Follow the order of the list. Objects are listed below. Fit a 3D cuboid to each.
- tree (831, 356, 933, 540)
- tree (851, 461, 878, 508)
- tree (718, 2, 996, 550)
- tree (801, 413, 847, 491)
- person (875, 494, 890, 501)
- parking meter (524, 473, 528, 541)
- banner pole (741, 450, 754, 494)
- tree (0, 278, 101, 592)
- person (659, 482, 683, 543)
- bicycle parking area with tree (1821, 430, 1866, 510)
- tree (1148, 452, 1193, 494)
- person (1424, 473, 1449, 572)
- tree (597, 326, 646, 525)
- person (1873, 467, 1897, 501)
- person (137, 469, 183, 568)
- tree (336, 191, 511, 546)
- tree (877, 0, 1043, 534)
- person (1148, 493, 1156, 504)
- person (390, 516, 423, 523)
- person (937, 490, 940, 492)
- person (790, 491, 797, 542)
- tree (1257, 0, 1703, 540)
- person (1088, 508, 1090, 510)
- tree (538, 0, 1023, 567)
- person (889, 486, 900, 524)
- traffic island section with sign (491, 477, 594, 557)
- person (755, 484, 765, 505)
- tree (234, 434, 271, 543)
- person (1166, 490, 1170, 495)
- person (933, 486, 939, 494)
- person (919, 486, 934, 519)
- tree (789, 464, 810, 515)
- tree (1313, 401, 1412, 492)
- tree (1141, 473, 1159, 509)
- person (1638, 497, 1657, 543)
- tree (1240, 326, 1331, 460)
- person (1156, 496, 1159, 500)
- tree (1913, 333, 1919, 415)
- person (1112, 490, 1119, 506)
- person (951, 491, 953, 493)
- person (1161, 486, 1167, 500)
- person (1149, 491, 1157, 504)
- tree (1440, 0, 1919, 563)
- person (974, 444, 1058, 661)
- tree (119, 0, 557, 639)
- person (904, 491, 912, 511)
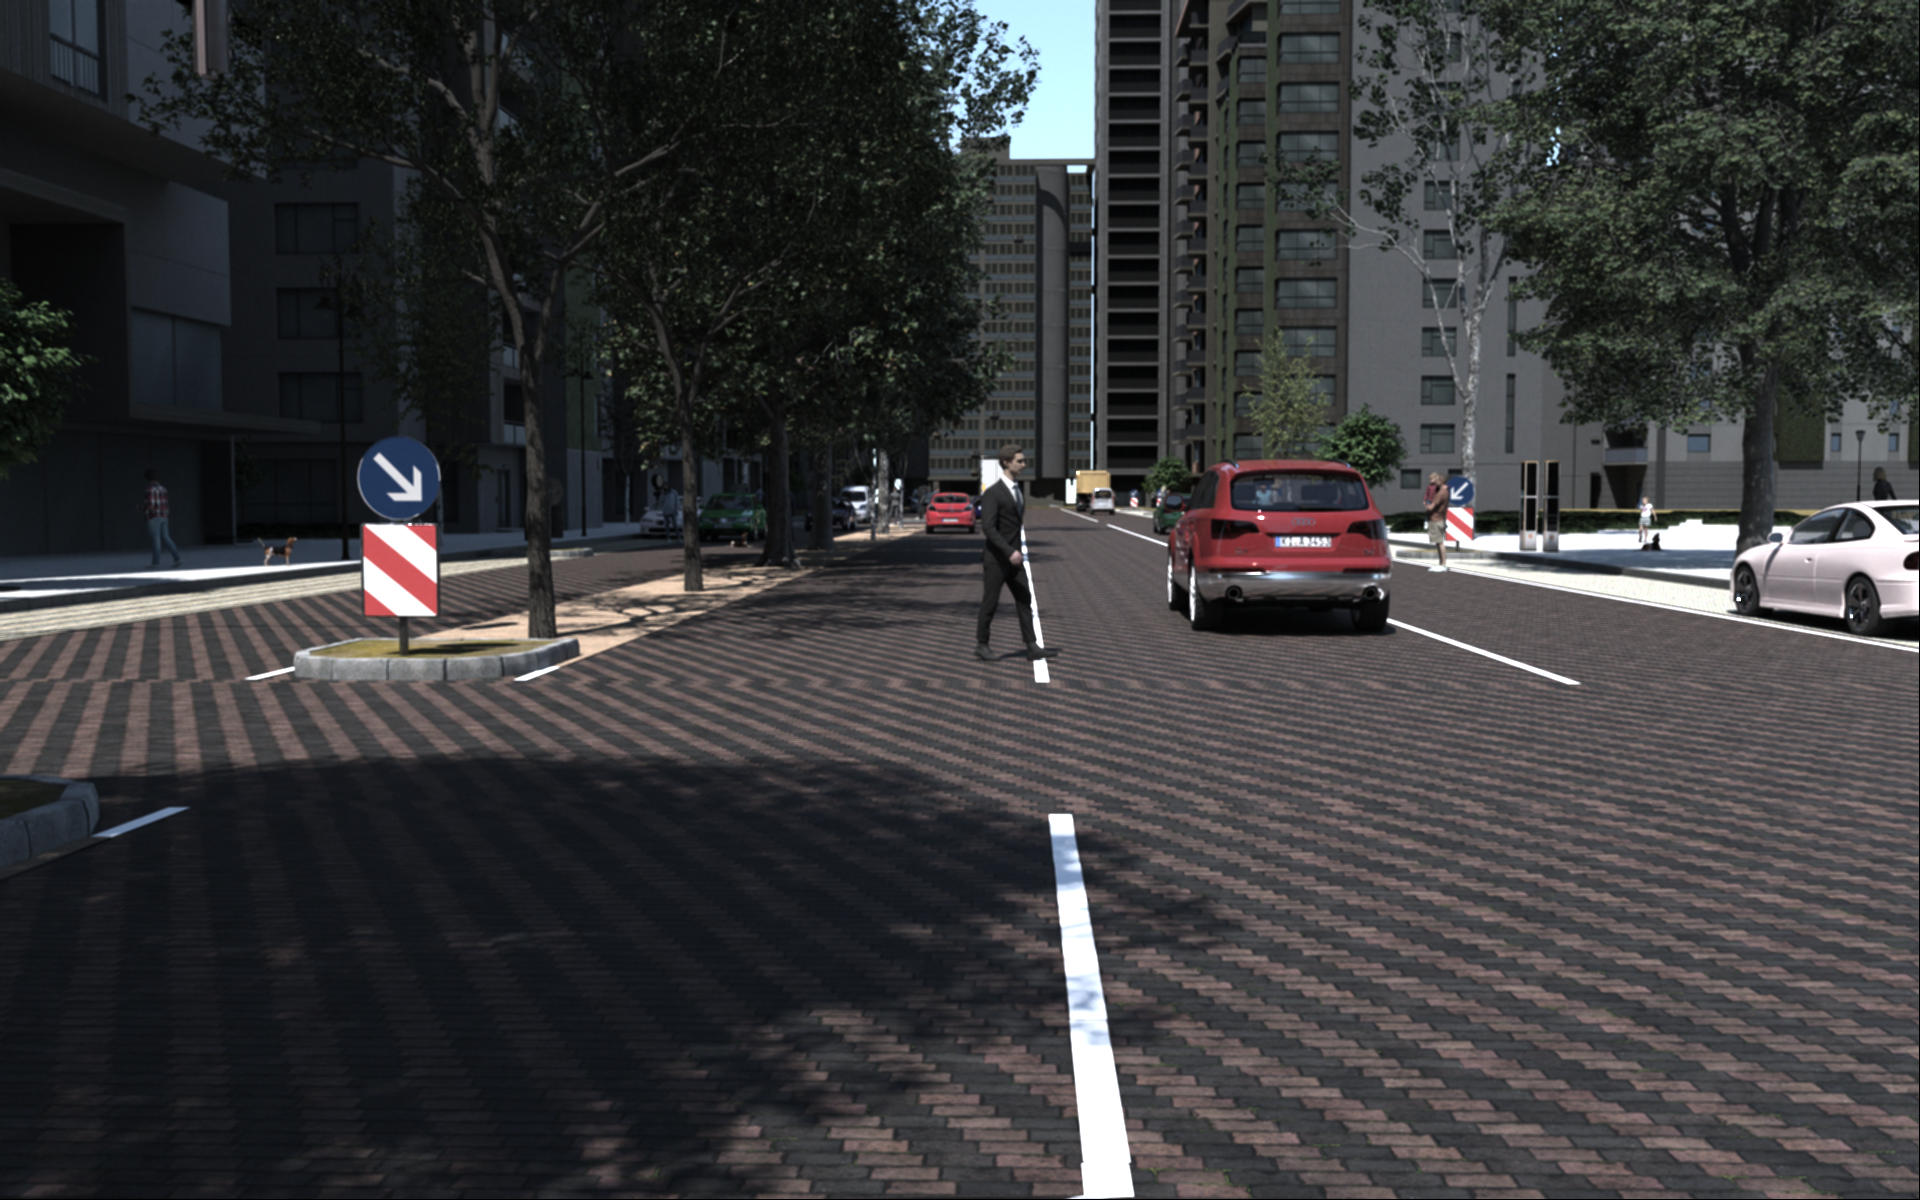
[{"bbox_3d":[-2.685,-6.151,53.396,4.360,8.622,3.978,0,3,0],"label":"tree"},{"bbox_3d":[-8.603,-10.977,163.192,4.285,4.588,4.351,0,3,0],"label":"tree"},{"bbox_3d":[-3.545,-8.236,43.770,9.857,13.997,8.962,0,3,0],"label":"tree"},{"bbox_3d":[-9.463,-10.465,121.471,4.737,8.622,4.395,0,3,0],"label":"tree"},{"bbox_3d":[-5.910,-7.399,129.549,1.350,1.814,0.705,0,4,-2],"label":"person"},{"bbox_3d":[-11.896,-2.575,47.819,0.255,1.863,0.399,-1,4,-11],"label":"parking meter"},{"bbox_3d":[-10.304,-5.775,84.443,0.863,3.779,0.401,-2,4,-34],"label":"banner pole"},{"bbox_3d":[-13.141,-2.389,22.770,4.285,4.588,4.351,0,3,0],"label":"tree"},{"bbox_3d":[-8.529,-2.591,51.128,0.793,1.790,0.793,-2,4,-27],"label":"person"},{"bbox_3d":[43.077,-5.534,77.490,8.231,4.147,9.016,2,4,28],"label":"bicycle parking area with tree"},{"bbox_3d":[16.069,-9.049,131.671,4.285,4.588,4.351,0,3,0],"label":"tree"},{"bbox_3d":[8.845,-1.444,32.076,0.573,1.828,0.580,-2,4,-32],"label":"person"},{"bbox_3d":[-13.878,-7.444,72.073,4.360,8.622,3.978,0,3,0],"label":"tree"},{"bbox_3d":[18.119,-1.658,33.368,1.509,1.804,0.699,0,3,0],"label":"person"},{"bbox_3d":[-13.843,-1.409,29.921,0.643,1.720,0.563,0,4,7],"label":"person"},{"bbox_3d":[-12.797,-5.610,42.081,4.737,8.622,4.395,0,3,0],"label":"tree"},{"bbox_3d":[-3.898,-12.435,61.658,12.611,20.169,13.585,0,3,0],"label":"tree"},{"bbox_3d":[18.530,-9.711,165.543,1.217,1.735,0.721,1,4,18],"label":"person"},{"bbox_3d":[-12.862,-2.073,40.286,0.624,1.780,0.694,3,4,36],"label":"person"},{"bbox_3d":[-1.109,-5.107,92.789,0.721,1.735,1.217,1,4,21],"label":"person"},{"bbox_3d":[-5.219,-2.647,51.969,0.721,1.800,0.419,-1,4,-15],"label":"person"},{"bbox_3d":[15.031,-11.843,49.523,12.611,20.169,13.585,0,3,0],"label":"tree"},{"bbox_3d":[11.718,-8.968,155.653,0.617,1.759,0.750,0,4,-6],"label":"person"},{"bbox_3d":[-3.572,-7.004,33.989,9.611,12.733,9.660,0,3,0],"label":"tree"},{"bbox_3d":[-3.136,-4.481,82.034,0.520,1.790,0.573,-2,4,-27],"label":"person"},{"bbox_3d":[-9.544,-1.911,39.874,1.989,1.847,2.006,0,4,2],"label":"traffic island section with sign"},{"bbox_3d":[-11.119,-5.486,95.721,0.705,1.826,1.348,2,4,29],"label":"person"},{"bbox_3d":[-19.212,-3.119,45.605,1.663,3.219,1.824,0,3,0],"label":"tree"},{"bbox_3d":[18.153,-8.785,150.482,0.445,1.727,0.742,-2,4,-24],"label":"person"},{"bbox_3d":[-1.224,-4.794,86.898,0.654,1.822,0.581,-1,4,-19],"label":"person"},{"bbox_3d":[-1.424,-4.036,74.982,0.782,1.767,0.515,1,4,22],"label":"person"},{"bbox_3d":[-10.289,-6.863,106.808,1.663,3.219,1.824,0,3,0],"label":"tree"},{"bbox_3d":[14.288,-4.725,60.971,4.285,4.588,4.351,0,3,0],"label":"tree"},{"bbox_3d":[17.272,-9.937,157.068,1.663,3.219,1.824,0,3,0],"label":"tree"},{"bbox_3d":[18.059,-2.106,45.489,0.505,1.210,0.382,3,5,41],"label":"person"},{"bbox_3d":[14.305,-7.635,75.189,4.737,8.622,4.395,0,3,0],"label":"tree"},{"bbox_3d":[16.351,-8.092,141.570,0.599,1.433,0.991,-3,5,-39],"label":"person"},{"bbox_3d":[31.584,-6.287,53.152,4.360,8.622,3.978,0,3,0],"label":"tree"},{"bbox_3d":[12.207,-7.789,136.641,0.721,1.735,1.217,2,4,31],"label":"person"},{"bbox_3d":[-0.784,-9.441,163.679,1.217,1.723,0.721,-1,4,-14],"label":"person"},{"bbox_3d":[9.138,-4.182,77.064,0.526,1.800,0.537,1,4,16],"label":"person"},{"bbox_3d":[17.335,-9.072,155.163,0.721,1.735,1.217,-3,5,-39],"label":"person"},{"bbox_3d":[13.377,-7.481,28.976,9.857,13.997,8.962,0,3,0],"label":"tree"},{"bbox_3d":[0.458,-0.399,14.797,0.755,1.850,0.659,2,4,34],"label":"person"},{"bbox_3d":[-4.092,-4.910,17.153,8.767,10.594,7.601,0,4,2],"label":"tree"},{"bbox_3d":[-4.366,-8.452,147.410,1.217,1.735,0.721,1,4,21],"label":"person"}]
